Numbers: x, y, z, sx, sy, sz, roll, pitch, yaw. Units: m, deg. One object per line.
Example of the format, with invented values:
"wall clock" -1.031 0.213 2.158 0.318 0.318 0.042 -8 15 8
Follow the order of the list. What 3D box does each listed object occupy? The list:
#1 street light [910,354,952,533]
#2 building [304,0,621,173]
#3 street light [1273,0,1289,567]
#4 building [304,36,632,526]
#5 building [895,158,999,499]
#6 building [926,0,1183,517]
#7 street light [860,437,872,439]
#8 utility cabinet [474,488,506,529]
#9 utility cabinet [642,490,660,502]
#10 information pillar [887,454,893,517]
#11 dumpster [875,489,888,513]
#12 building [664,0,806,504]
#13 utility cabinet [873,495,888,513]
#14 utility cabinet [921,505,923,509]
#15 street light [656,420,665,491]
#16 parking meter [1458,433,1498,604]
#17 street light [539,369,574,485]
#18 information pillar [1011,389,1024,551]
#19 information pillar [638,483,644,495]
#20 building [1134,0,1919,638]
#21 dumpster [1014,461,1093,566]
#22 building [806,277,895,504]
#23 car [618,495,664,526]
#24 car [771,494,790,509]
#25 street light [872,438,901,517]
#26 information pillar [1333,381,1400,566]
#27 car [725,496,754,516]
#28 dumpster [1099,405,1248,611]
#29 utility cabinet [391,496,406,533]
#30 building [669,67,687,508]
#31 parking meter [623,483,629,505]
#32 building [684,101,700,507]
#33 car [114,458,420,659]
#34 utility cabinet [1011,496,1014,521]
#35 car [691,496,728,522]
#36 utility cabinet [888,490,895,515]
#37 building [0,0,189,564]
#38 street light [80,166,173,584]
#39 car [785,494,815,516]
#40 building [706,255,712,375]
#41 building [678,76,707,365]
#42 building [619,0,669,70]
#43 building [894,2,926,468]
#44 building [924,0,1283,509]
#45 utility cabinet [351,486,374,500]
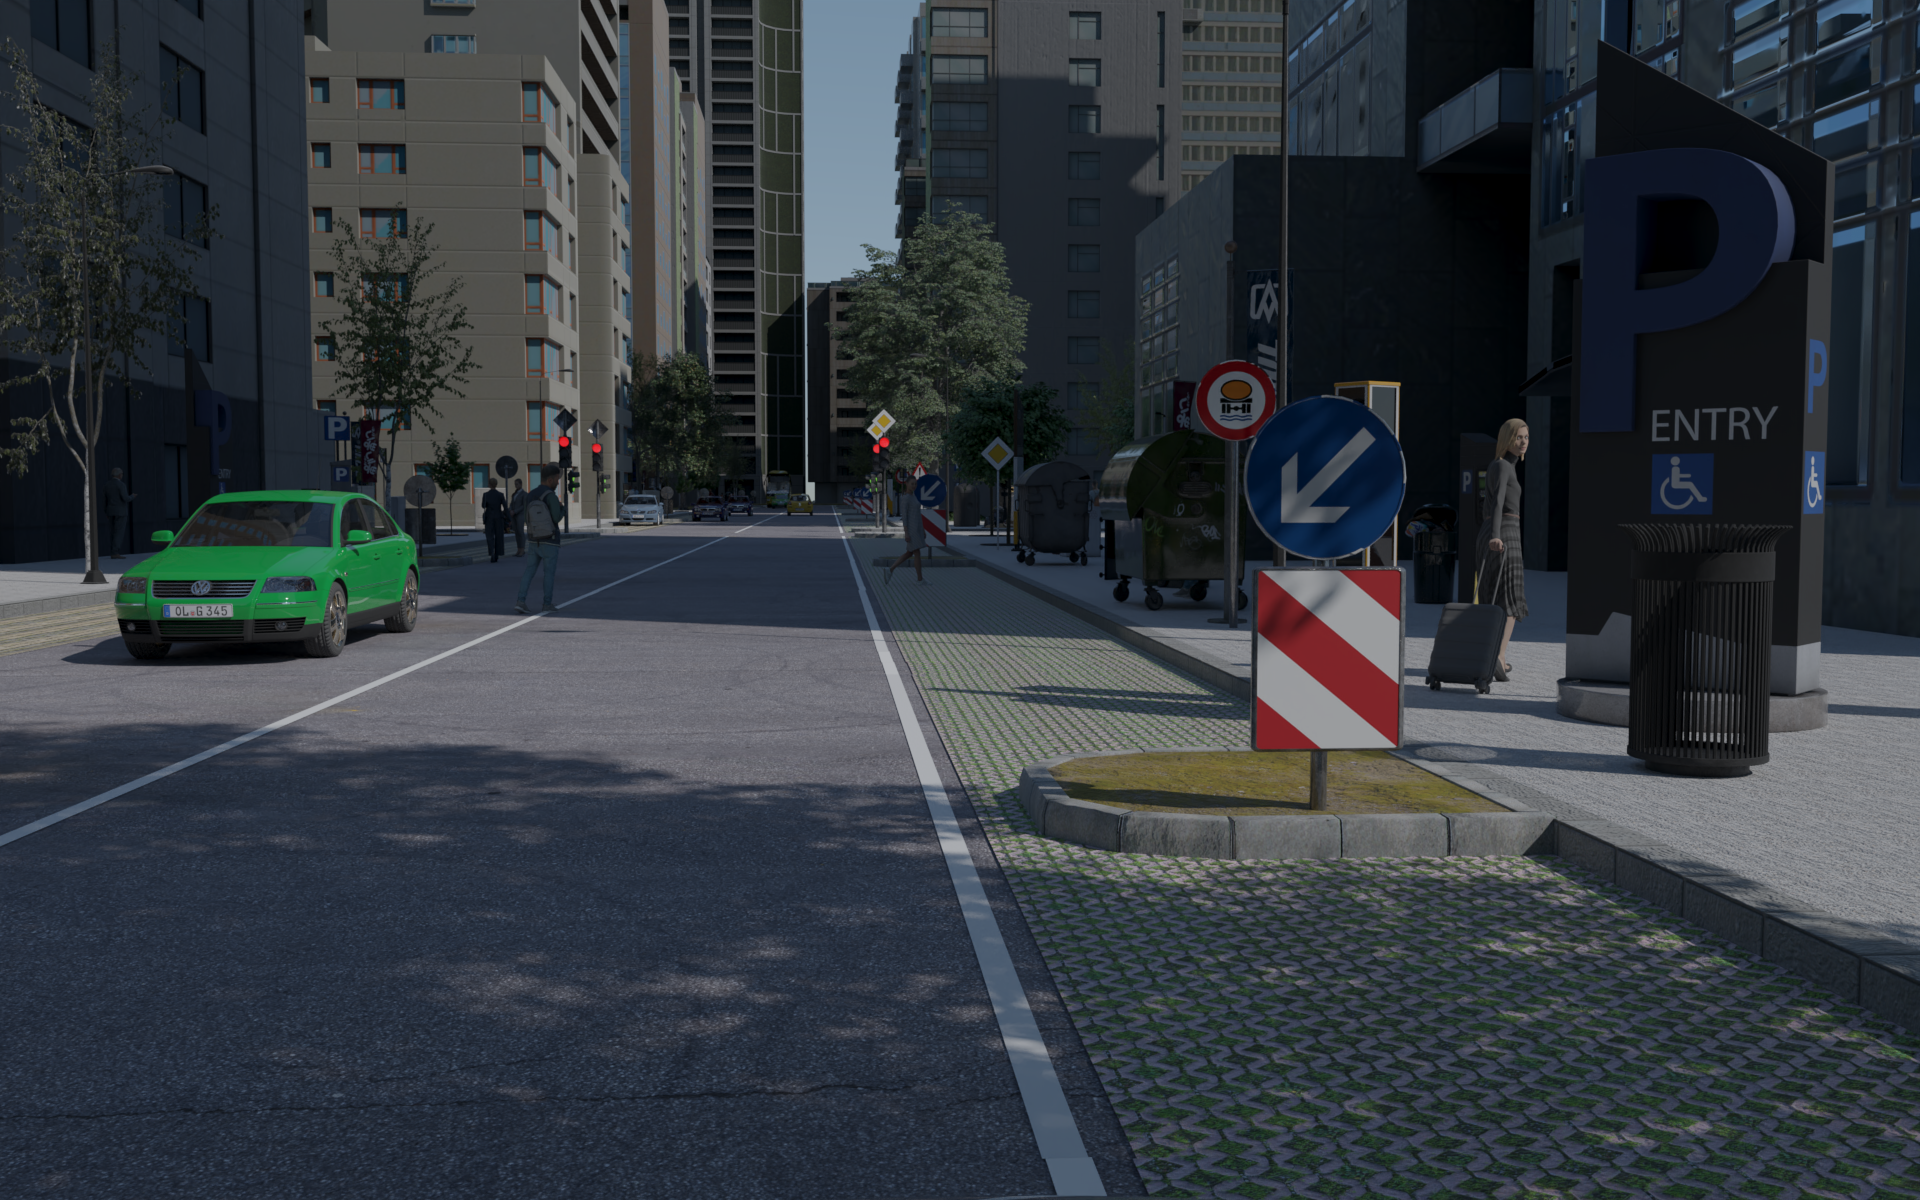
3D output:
"street light" -0.969 -5.195 57.482 1.470 5.913 1.316 0 4 -4
"building" -34.712 -30.102 115.866 21.300 48.544 21.600 0 4 -4
"street light" 2.222 -2.585 14.809 1.470 5.913 1.316 0 4 -4
"building" -31.202 -14.485 81.868 27.650 21.520 28.899 0 4 -4
"building" 1.860 -23.272 152.190 14.160 30.474 14.107 0 4 -4
"building" 4.903 -25.579 101.804 14.154 41.232 14.086 0 4 -4
"street light" -7.371 -10.265 140.380 1.470 5.913 1.316 0 4 -4
"utility cabinet" -17.190 -3.356 63.548 1.173 1.500 0.318 -1 4 -20
"utility cabinet" -18.512 -5.822 103.871 0.318 1.500 1.173 2 4 34
"information pillar" -3.854 -6.369 95.492 0.183 3.616 0.504 -2 4 -29
"dumpster" -5.718 -7.526 128.810 1.264 1.857 1.865 0 4 -4
"building" -31.439 -48.699 234.482 20.611 71.187 20.563 0 4 -4
"utility cabinet" -5.753 -6.959 124.942 1.020 1.237 0.306 2 4 31
"utility cabinet" -1.721 -3.498 68.357 0.306 1.237 1.020 1 4 12
"street light" -18.198 -8.223 106.986 1.470 5.913 1.316 0 4 -4
"parking meter" 4.939 -0.658 16.473 0.255 1.863 0.399 -1 4 -9
"street light" -15.003 -5.613 64.313 1.470 5.913 1.316 0 4 -4
"information pillar" 1.310 -2.906 38.864 0.183 3.616 0.504 1 4 19
"information pillar" -20.796 -6.630 112.900 0.304 2.012 0.304 -3 4 -36
"building" 16.685 -43.658 26.474 22.319 86.520 31.000 0 4 -4
"dumpster" 1.703 -1.578 31.555 1.264 1.857 1.865 0 4 -4
"building" -13.711 -28.278 234.039 14.107 30.474 14.160 0 4 -4
"car" -14.459 -4.081 78.720 2.014 1.417 4.499 0 4 -6
"car" -17.472 -9.816 169.281 1.959 1.807 4.718 0 4 -5
"street light" -4.020 -7.626 97.231 1.470 5.913 1.316 0 4 -4
"information pillar" 2.687 -0.428 11.490 0.304 2.012 0.304 -2 4 -34
"car" -14.388 -6.127 112.748 1.945 1.354 3.894 0 4 -5
"dumpster" 2.478 -1.057 19.781 1.502 2.255 1.985 0 4 -4
"utility cabinet" -18.251 -2.748 56.085 0.306 1.237 1.020 -3 4 -37
"building" -33.499 -29.174 160.588 14.154 41.232 14.086 0 4 -4
"parking meter" -17.399 -5.170 90.246 0.255 1.863 0.399 -1 4 -18
"building" -33.902 -30.040 174.750 14.154 41.232 14.086 0 4 -4
"car" -6.447 -0.472 16.511 1.959 1.807 4.718 0 4 -5
"utility cabinet" 2.553 -3.807 73.413 0.306 1.237 1.020 -3 5 -41
"car" -13.190 -4.827 91.502 1.945 1.354 3.894 0 4 -4
"utility cabinet" -4.217 -5.999 106.763 0.318 1.500 1.173 -1 4 -9
"building" -28.189 -36.736 38.886 20.611 71.187 20.563 0 4 -4
"street light" -11.833 -3.185 24.623 1.470 5.913 1.316 0 4 -4
"car" -10.615 -6.411 115.041 2.015 1.641 3.980 0 4 -4
"building" -36.481 -26.458 204.283 14.107 30.474 14.160 0 4 -4
"building" -35.195 -32.980 189.337 14.600 45.320 14.200 0 4 -4
"building" -31.942 -30.317 145.794 14.600 45.320 14.200 0 4 -4
"building" 4.850 -33.917 174.155 23.786 49.044 30.456 0 4 -4
"building" 12.079 -26.762 129.446 32.217 40.220 23.993 0 4 -4
"utility cabinet" -16.282 -2.348 47.064 0.318 1.500 1.173 0 4 2
